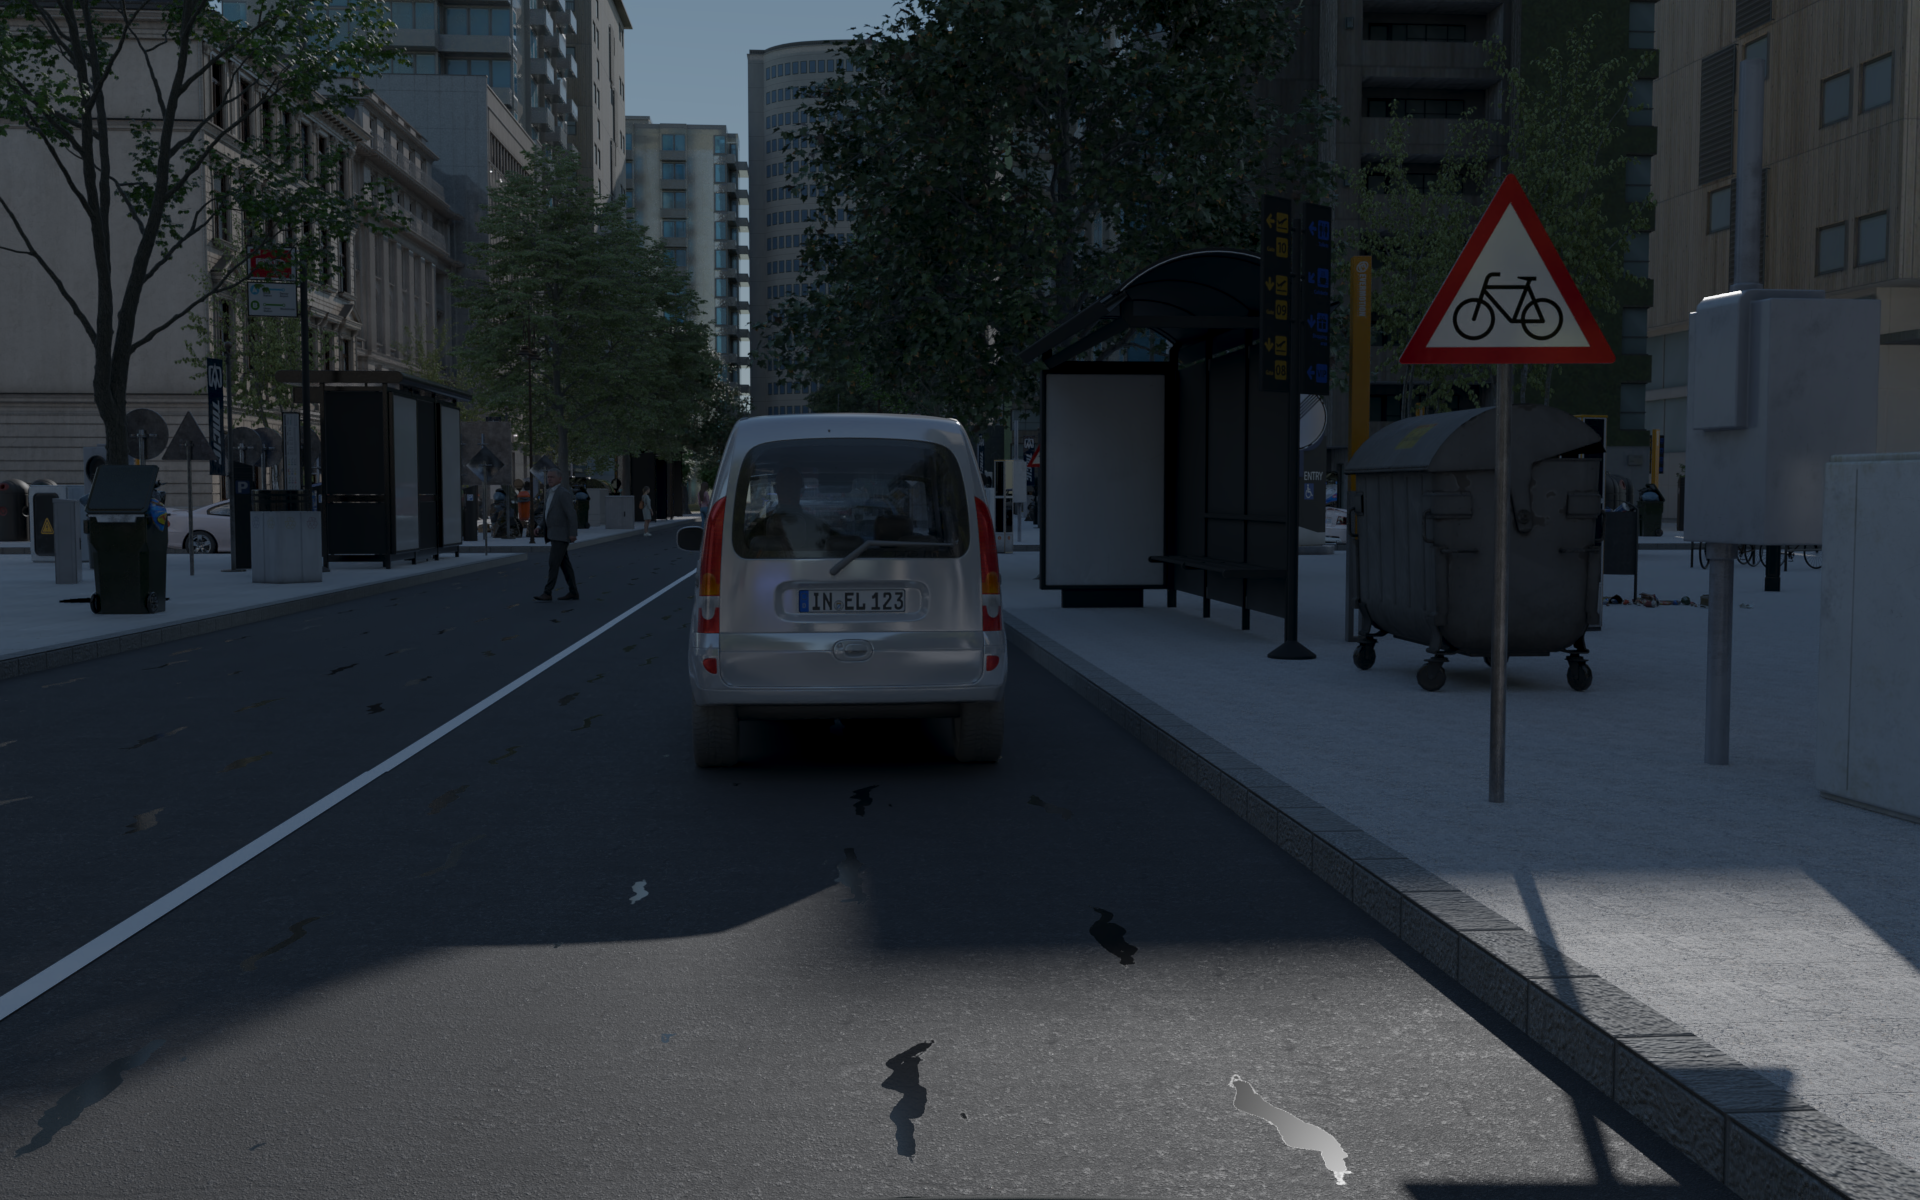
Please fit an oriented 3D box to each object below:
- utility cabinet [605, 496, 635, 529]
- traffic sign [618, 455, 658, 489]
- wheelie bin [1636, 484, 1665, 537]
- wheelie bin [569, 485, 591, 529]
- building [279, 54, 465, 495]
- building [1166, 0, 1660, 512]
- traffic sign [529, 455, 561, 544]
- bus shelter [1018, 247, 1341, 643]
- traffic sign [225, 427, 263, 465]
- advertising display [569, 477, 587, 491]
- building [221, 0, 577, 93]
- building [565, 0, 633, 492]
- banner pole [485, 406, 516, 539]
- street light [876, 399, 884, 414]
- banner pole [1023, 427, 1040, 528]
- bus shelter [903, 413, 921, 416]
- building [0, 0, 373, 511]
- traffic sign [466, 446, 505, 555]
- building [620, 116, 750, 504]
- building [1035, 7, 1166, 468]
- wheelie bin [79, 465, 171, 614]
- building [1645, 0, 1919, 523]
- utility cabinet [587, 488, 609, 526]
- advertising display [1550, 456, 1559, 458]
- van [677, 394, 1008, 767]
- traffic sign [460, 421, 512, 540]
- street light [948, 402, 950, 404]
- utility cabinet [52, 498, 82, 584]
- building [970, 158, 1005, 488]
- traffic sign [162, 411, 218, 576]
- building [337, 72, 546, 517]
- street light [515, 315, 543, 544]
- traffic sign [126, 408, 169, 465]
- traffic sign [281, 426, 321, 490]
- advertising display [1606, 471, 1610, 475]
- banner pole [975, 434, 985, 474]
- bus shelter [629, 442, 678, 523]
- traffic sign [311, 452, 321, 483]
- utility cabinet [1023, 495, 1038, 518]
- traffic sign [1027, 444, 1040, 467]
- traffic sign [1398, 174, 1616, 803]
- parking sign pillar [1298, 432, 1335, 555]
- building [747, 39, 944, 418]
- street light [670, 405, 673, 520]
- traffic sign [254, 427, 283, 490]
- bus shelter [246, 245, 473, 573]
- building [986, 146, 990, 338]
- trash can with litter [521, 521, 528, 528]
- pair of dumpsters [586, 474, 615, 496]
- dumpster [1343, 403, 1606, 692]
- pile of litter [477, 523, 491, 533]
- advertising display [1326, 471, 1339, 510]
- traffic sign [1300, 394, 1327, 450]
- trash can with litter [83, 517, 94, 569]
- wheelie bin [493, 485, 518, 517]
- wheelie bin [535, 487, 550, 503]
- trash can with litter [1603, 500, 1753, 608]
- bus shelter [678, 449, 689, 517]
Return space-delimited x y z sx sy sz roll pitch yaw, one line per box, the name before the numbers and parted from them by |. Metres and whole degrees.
utility cabinet | -12.440 -3.191 63.328 1.020 1.237 0.306 0 4 -3
traffic sign | -16.595 -5.870 89.844 2.265 3.308 0.079 0 4 -4
wheelie bin | 20.840 -2.715 52.295 0.693 1.594 0.980 0 4 -1
wheelie bin | -14.035 -3.414 63.728 0.980 1.594 0.693 2 4 35
building | -33.527 -14.911 85.592 13.314 21.916 24.055 0 4 -5
building | 15.818 -17.877 63.984 14.107 30.474 14.160 0 4 -5
traffic sign | -10.558 -2.474 44.099 0.795 2.450 0.064 0 4 -5
bus shelter | 1.895 -1.411 17.002 2.014 3.302 5.546 0 4 -5
traffic sign | -13.550 -1.996 32.735 0.768 2.556 0.104 0 4 4
advertising display | -14.463 -3.648 64.866 0.974 1.923 0.123 -2 4 -32
building | -41.377 -31.326 131.792 23.786 49.044 30.456 0 4 -5
building | -46.631 -35.316 166.657 27.495 52.752 28.713 0 4 -5
banner pole | -13.101 -3.625 49.283 0.863 3.779 0.401 0 4 8
street light | -3.612 -6.401 77.440 0.468 5.910 1.993 0 4 -5
banner pole | 2.739 -4.586 64.996 0.863 3.779 0.401 2 4 24
bus shelter | -2.801 -6.482 83.611 2.179 5.291 8.768 0 4 -5
building | -29.145 -12.148 63.248 10.561 19.102 19.286 0 4 -5
traffic sign | -9.897 -1.988 36.141 0.795 2.450 0.064 0 4 -5
building | -42.283 -36.837 221.898 30.456 49.044 23.786 0 4 -5
building | 17.257 -29.738 105.823 23.786 49.044 30.456 0 4 -5
wheelie bin | -8.981 -0.659 18.684 0.980 1.594 0.693 0 4 -2
building | 43.944 -29.565 72.623 27.495 52.752 28.713 0 4 -5
utility cabinet | -15.124 -3.848 71.592 1.173 1.500 0.318 -2 4 -29
advertising display | 7.772 -1.128 23.660 0.974 1.923 0.123 -1 4 -12
van | -0.739 -0.216 10.536 2.013 2.044 4.112 0 4 -6
traffic sign | -13.694 -3.346 48.587 2.265 3.308 0.079 0 4 3
street light | -0.212 -3.879 36.212 0.468 5.910 1.993 0 4 -5
utility cabinet | -12.952 -0.856 25.164 0.306 1.237 1.020 -1 4 -23
building | 12.228 -51.536 155.285 22.319 86.520 31.000 0 4 -5
traffic sign | -12.102 -1.665 27.224 0.884 2.594 0.081 0 3 0
building | -33.464 -17.707 107.536 12.078 24.808 19.932 0 4 -5
street light | -11.097 -4.402 44.760 0.468 5.910 1.993 0 4 -5
traffic sign | -12.142 -1.569 25.760 0.768 2.556 0.104 0 4 3
traffic sign | -12.335 -1.977 32.429 0.768 2.556 0.104 0 4 4
advertising display | 18.163 -2.709 49.499 0.123 1.923 0.974 -1 4 -22
banner pole | 0.692 -4.361 61.327 0.401 3.779 0.863 2 4 28
bus shelter | -14.486 -5.499 81.199 1.731 3.624 6.357 0 4 -5
traffic sign | -13.483 -2.098 36.424 0.606 2.300 0.079 0 4 5
utility cabinet | 3.849 -5.085 94.302 0.306 1.237 1.020 3 4 38
traffic sign | 1.762 -2.093 34.218 0.884 2.594 0.081 0 4 5
traffic sign | 2.235 -0.437 7.143 0.884 2.594 0.081 0 4 0
parking sign pillar | 7.299 -2.971 37.045 1.447 3.967 1.447 -3 5 -44
building | -12.924 -41.673 223.347 28.212 58.520 21.231 0 4 -5
street light | -14.547 -6.991 87.090 0.468 5.910 1.993 0 4 -5
traffic sign | -13.293 -2.018 33.098 0.768 2.556 0.104 0 4 -2
bus shelter | -10.634 -3.251 30.792 2.179 5.291 8.768 0 4 -5
building | 5.581 -30.281 178.696 14.154 41.232 14.086 0 4 -5
trash can with litter | -16.600 -3.273 64.906 1.055 1.170 0.624 1 4 13
pair of dumpsters | -17.049 -4.805 81.059 1.574 2.255 4.437 0 4 -5
dumpster | 3.515 -0.377 11.927 1.264 1.857 1.865 0 4 -5
pile of litter | -15.743 -2.698 58.075 1.176 0.858 1.719 2 4 24
advertising display | 10.091 -2.641 48.387 0.974 1.923 0.123 2 4 24
traffic sign | 3.887 -1.232 20.251 0.768 2.556 0.104 0 4 2
trash can with litter | -14.383 -1.112 29.571 1.055 1.170 0.624 1 4 9
wheelie bin | -14.722 -2.952 56.168 0.693 1.594 0.980 1 4 15
wheelie bin | -21.717 -5.022 90.011 0.693 1.594 0.980 -1 4 -22
trash can with litter | 7.899 -0.543 19.944 2.233 1.210 1.678 3 4 38
bus shelter | -15.704 -6.244 93.370 1.731 3.624 6.357 0 4 -5
